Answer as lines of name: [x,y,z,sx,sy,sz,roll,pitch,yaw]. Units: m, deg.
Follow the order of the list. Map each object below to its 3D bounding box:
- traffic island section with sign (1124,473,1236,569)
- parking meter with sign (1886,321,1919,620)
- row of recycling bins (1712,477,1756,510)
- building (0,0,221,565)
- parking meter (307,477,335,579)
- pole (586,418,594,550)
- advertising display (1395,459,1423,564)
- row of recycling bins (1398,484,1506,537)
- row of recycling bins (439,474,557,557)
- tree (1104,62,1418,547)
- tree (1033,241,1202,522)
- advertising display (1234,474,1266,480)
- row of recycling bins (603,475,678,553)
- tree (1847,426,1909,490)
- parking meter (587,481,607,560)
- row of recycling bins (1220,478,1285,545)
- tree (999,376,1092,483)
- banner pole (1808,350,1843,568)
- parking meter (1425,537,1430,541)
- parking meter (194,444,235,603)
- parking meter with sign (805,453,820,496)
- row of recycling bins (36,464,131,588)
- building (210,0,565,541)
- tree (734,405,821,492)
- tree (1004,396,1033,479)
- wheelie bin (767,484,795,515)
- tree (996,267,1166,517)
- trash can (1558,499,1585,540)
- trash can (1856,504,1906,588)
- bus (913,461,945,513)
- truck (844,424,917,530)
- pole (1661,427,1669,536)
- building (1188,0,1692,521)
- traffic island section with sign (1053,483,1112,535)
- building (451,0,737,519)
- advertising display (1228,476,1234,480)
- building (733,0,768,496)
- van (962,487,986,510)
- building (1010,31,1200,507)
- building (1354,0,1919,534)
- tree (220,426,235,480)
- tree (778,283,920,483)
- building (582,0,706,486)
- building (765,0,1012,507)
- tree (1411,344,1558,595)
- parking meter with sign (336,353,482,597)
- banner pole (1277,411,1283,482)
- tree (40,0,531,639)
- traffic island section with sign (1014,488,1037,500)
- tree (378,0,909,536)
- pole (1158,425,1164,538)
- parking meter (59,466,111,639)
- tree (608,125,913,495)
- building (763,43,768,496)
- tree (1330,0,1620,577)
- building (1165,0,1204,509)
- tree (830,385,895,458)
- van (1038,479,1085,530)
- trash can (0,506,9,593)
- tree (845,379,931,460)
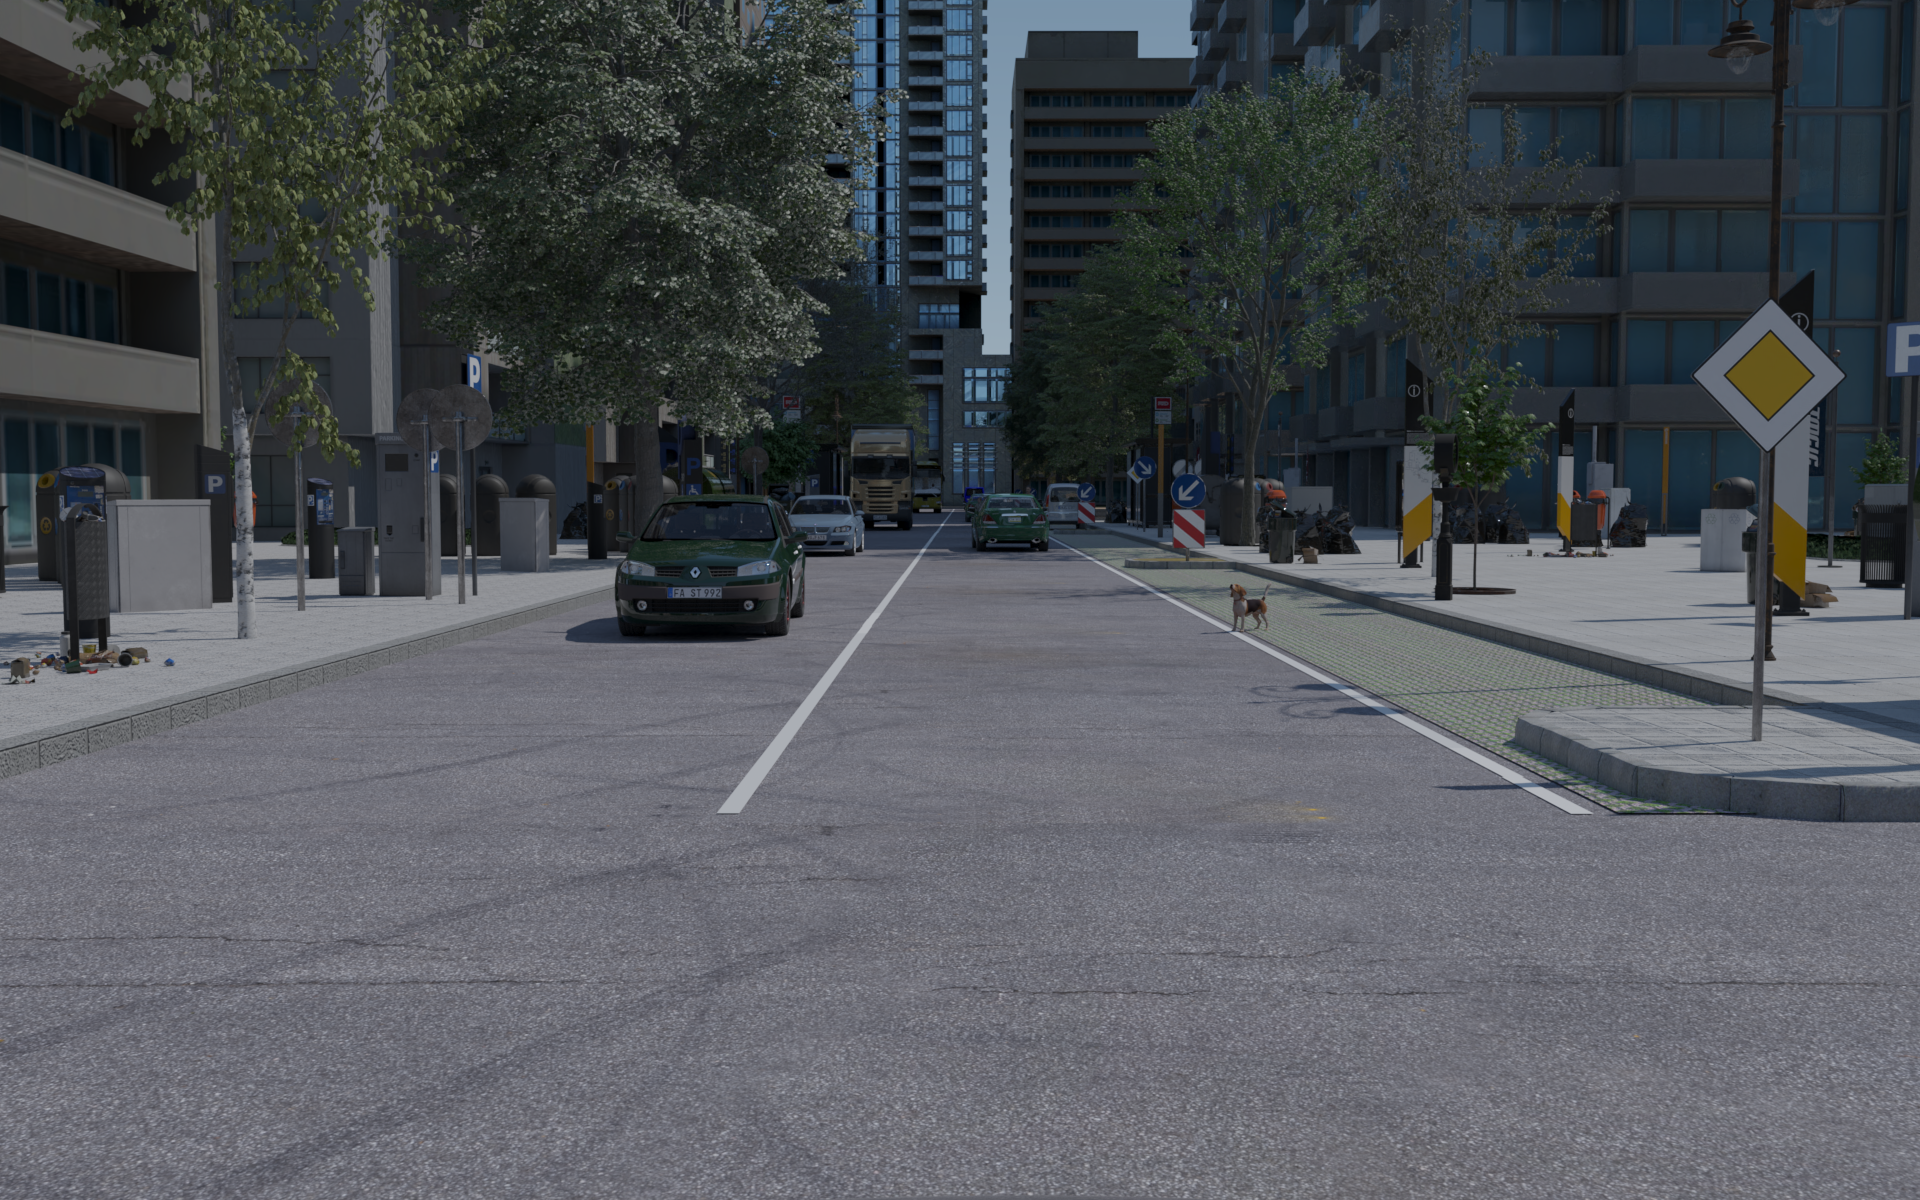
traffic island section with sign: [4.235,-1.531,33.666,1.989,1.847,2.006,0,4,0]
parking meter with sign: [10.308,-1.335,18.091,1.738,3.016,0.543,-3,4,-39]
row of recycling bins: [19.400,-2.217,43.358,1.069,1.692,3.534,1,4,21]
building: [-26.850,-24.611,26.097,21.300,48.544,21.600,0,4,0]
parking meter: [-9.689,-1.092,26.264,0.372,1.533,0.369,0,3,0]
pole: [-8.480,-2.806,39.724,0.158,3.312,0.155,0,3,0]
advertising display: [8.387,-1.650,32.187,0.123,1.923,0.974,3,5,43]
row of recycling bins: [14.703,-2.735,51.835,1.069,1.692,3.534,-3,5,-44]
row of recycling bins: [-10.189,-1.766,35.989,3.534,1.692,1.069,-1,4,-12]
tree: [7.223,-7.117,42.114,9.928,11.665,9.643,0,3,0]
tree: [7.189,-9.792,78.227,7.486,12.596,7.792,0,3,0]
advertising display: [9.610,-3.177,57.155,0.974,1.923,0.123,2,4,31]
row of recycling bins: [-6.931,-1.867,37.632,1.069,1.692,3.534,-2,4,-26]
tree: [26.274,-3.370,49.694,1.663,3.219,1.824,0,3,0]
parking meter: [-7.137,-1.569,34.069,0.372,1.533,0.369,0,3,0]
row of recycling bins: [7.605,-2.328,45.180,1.069,1.692,3.534,2,4,27]
tree: [6.687,-11.189,117.351,8.767,10.594,7.601,1,4,9]
banner pole: [15.100,-2.468,30.374,0.401,3.779,0.863,-2,4,-30]
parking meter: [12.621,-2.368,47.131,0.372,1.533,0.369,0,3,0]
parking meter: [-8.784,-0.900,20.431,0.399,1.863,0.255,-2,4,-33]
parking meter with sign: [-5.758,-4.348,67.355,0.543,3.016,1.738,-1,4,-19]
row of recycling bins: [-12.443,-1.073,24.657,1.069,1.692,3.534,-2,4,-33]
building: [-19.842,-22.538,52.094,14.154,41.232,14.086,0,4,0]
tree: [-6.786,-4.912,64.023,4.285,4.588,4.351,0,3,0]
tree: [7.371,-14.187,150.078,7.486,12.596,7.792,0,3,0]
wheelie bin: [-5.613,-2.823,54.066,0.980,1.594,0.693,-1,4,-18]
tree: [7.434,-11.716,98.213,9.857,13.997,8.962,0,3,0]
trash can: [17.203,-2.273,48.823,0.748,1.137,0.748,0,3,0]
trash can: [12.699,-0.741,23.768,0.748,1.137,0.748,0,3,0]
bus: [-2.603,-8.628,132.608,2.896,3.916,12.252,0,4,0]
truck: [-3.151,-5.056,71.584,2.839,4.237,11.283,0,4,-1]
pole: [21.452,-3.599,52.679,0.158,3.312,0.155,0,3,0]
building: [26.054,-29.709,105.345,23.786,49.044,30.456,0,4,0]
traffic island section with sign: [4.333,-3.242,61.639,1.989,1.847,2.006,0,4,0]
building: [-21.467,-25.786,105.197,14.154,41.232,14.086,0,4,0]
advertising display: [10.025,-3.459,61.768,0.974,1.923,0.123,1,4,10]
building: [-21.057,-28.699,119.335,14.600,45.320,14.200,0,4,0]
van: [1.283,-9.273,156.005,2.240,2.365,5.245,0,3,0]
building: [16.101,-34.375,185.731,21.600,48.544,21.300,0,4,0]
building: [25.774,-27.432,68.115,23.786,49.044,30.456,0,4,0]
tree: [-18.667,-2.951,42.853,1.663,3.219,1.824,0,3,0]
tree: [-5.930,-10.716,93.334,7.486,12.596,7.792,0,3,0]
building: [-21.488,-19.537,91.127,14.160,30.474,14.107,0,4,0]
building: [-10.201,-53.296,184.067,31.000,86.520,22.319,0,4,0]
tree: [6.669,-1.709,22.543,1.663,3.219,1.824,0,3,0]
parking meter with sign: [-6.949,-1.562,21.805,1.738,3.016,0.543,0,4,2]
banner pole: [9.625,-3.807,52.256,0.401,3.779,0.863,1,4,16]
tree: [-6.100,-3.964,15.169,4.737,8.622,4.395,0,3,0]
traffic island section with sign: [4.483,-6.297,111.576,1.989,1.847,2.006,0,4,0]
tree: [-5.794,-7.658,31.869,9.857,13.997,8.962,0,3,0]
pole: [5.909,-3.495,50.994,0.158,3.312,0.155,0,3,0]
parking meter: [-7.807,-0.431,15.451,0.372,1.533,0.369,0,3,0]
tree: [-6.433,-8.868,55.355,12.009,13.543,11.850,0,3,0]
building: [-29.097,-29.719,140.527,28.867,44.769,22.147,0,4,0]
tree: [7.422,-4.646,26.324,4.360,8.622,3.978,0,3,0]
building: [26.598,-50.287,134.870,22.319,86.520,31.000,0,4,0]
tree: [-6.409,-9.798,110.558,4.360,8.622,3.978,0,3,0]
van: [4.124,-3.802,69.171,2.013,2.044,4.112,0,4,1]
trash can: [-12.108,-0.591,21.320,0.748,1.137,0.748,0,3,0]
tree: [-6.435,-13.869,152.518,9.928,11.665,9.643,0,3,0]
